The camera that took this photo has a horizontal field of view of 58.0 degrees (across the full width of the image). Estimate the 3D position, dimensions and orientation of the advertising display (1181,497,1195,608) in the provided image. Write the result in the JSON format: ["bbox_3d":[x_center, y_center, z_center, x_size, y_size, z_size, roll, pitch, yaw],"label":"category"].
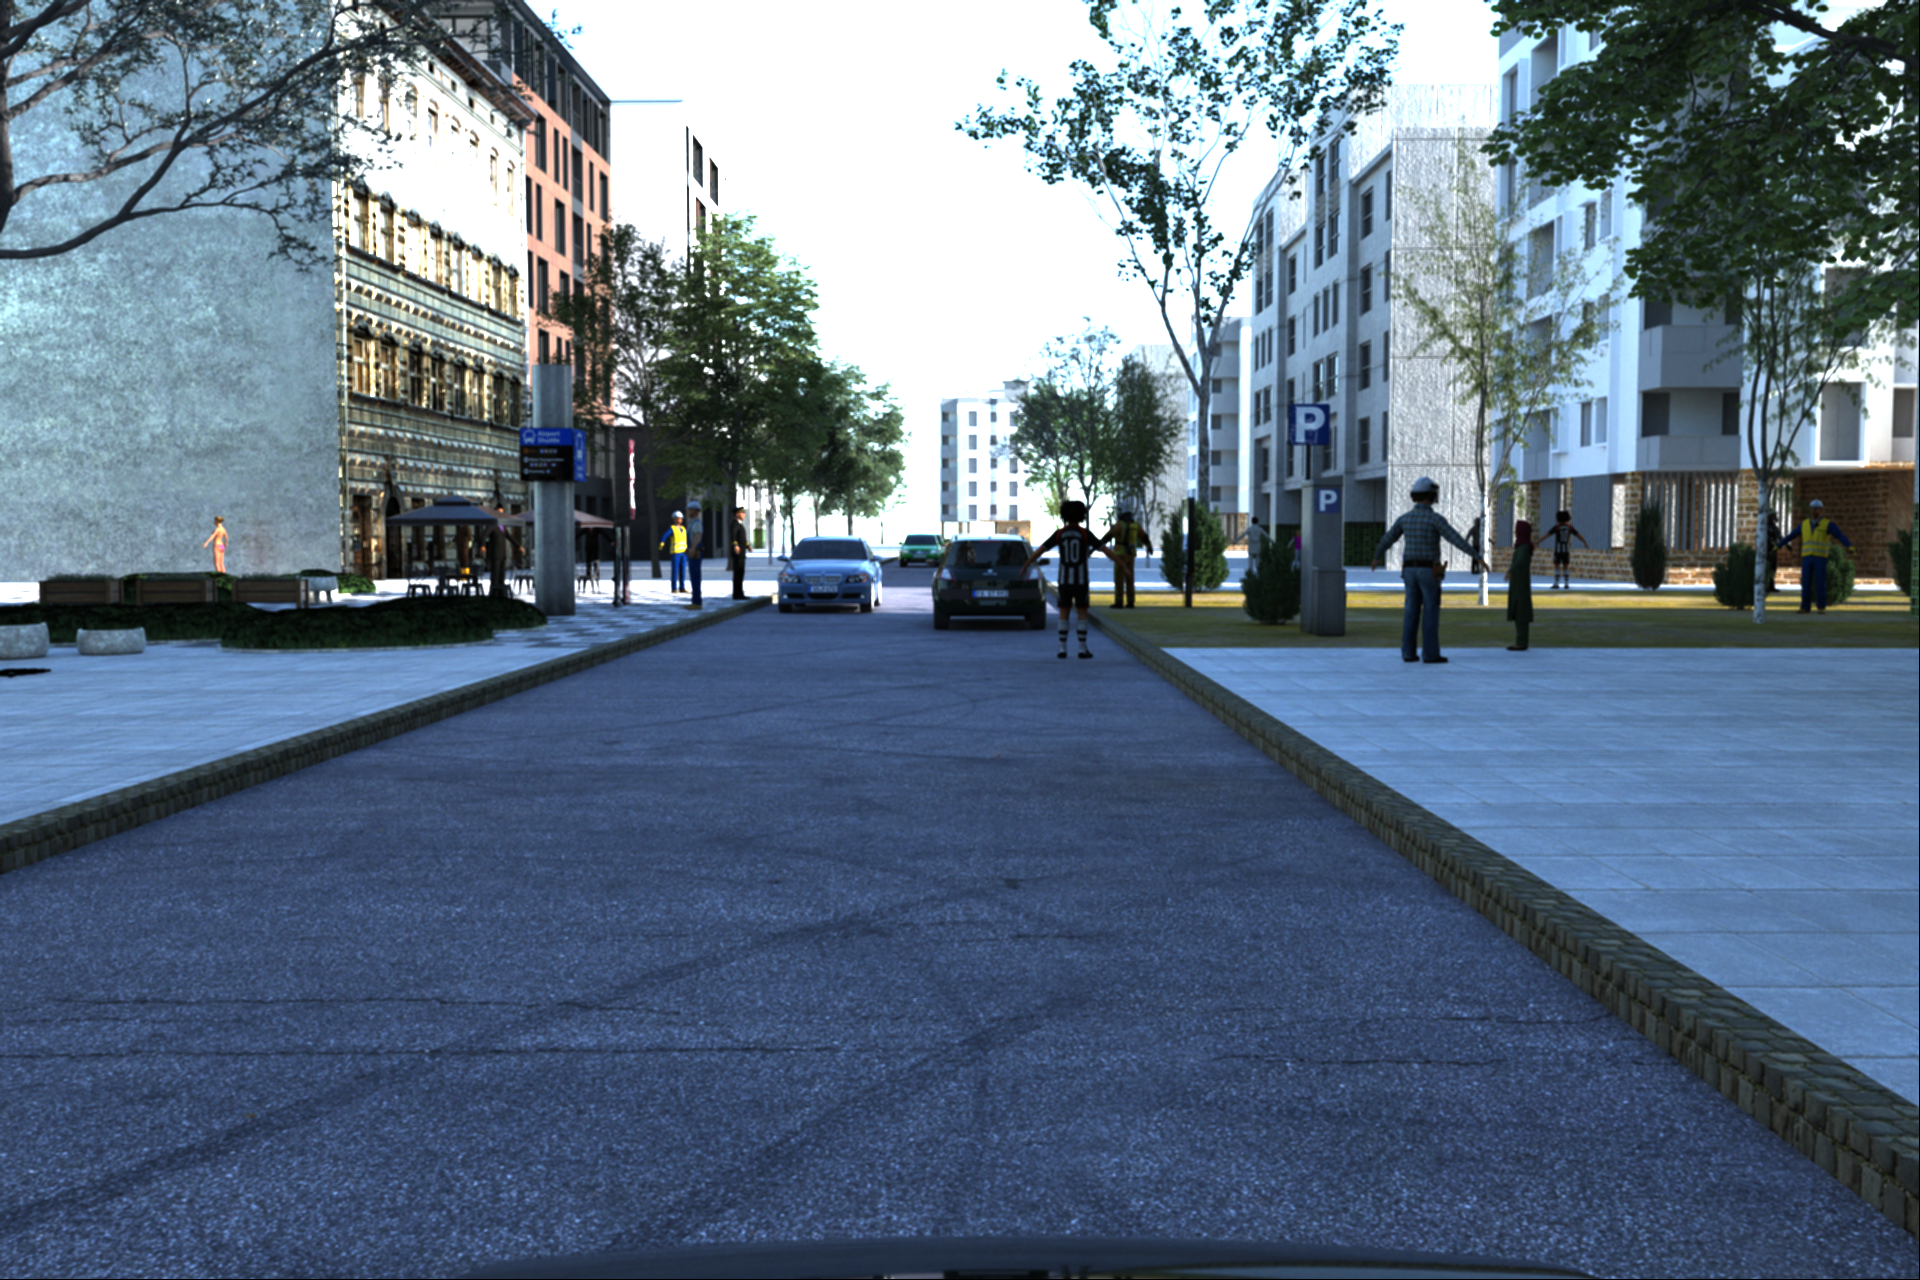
[{"bbox_3d":[4.013,-1.548,30.523,0.123,1.923,0.974,0,4,1],"label":"advertising display"}]

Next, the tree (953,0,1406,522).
[{"bbox_3d":[5.986,-12.030,52.575,12.611,20.169,13.585,0,3,0],"label":"tree"}]

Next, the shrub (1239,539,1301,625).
[{"bbox_3d":[4.429,-0.820,24.520,1.383,1.207,1.383,0,3,0],"label":"shrub"}]

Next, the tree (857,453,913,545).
[{"bbox_3d":[-9.694,-17.527,212.313,9.928,11.665,9.643,0,3,0],"label":"tree"}]

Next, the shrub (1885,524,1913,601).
[{"bbox_3d":[17.948,-1.695,31.755,1.661,2.075,1.752,0,3,0],"label":"shrub"}]

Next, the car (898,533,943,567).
[{"bbox_3d":[-1.722,-4.126,76.257,1.959,1.807,4.718,0,4,0],"label":"car"}]

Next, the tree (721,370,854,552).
[{"bbox_3d":[-8.929,-9.491,89.585,7.601,10.594,8.767,0,4,0],"label":"tree"}]

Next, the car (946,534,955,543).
[{"bbox_3d":[0.019,-6.909,122.749,2.009,1.686,4.222,0,3,0],"label":"car"}]

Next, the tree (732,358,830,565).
[{"bbox_3d":[-8.068,-7.466,72.425,4.360,8.622,3.978,0,3,0],"label":"tree"}]

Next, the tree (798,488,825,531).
[{"bbox_3d":[-17.220,-15.890,210.165,4.360,8.622,3.978,0,3,0],"label":"tree"}]

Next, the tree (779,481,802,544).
[{"bbox_3d":[-21.316,-16.167,214.697,4.737,8.622,4.395,0,3,0],"label":"tree"}]

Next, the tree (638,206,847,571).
[{"bbox_3d":[-7.614,-8.710,60.529,7.486,12.596,7.792,0,3,0],"label":"tree"}]

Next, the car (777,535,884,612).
[{"bbox_3d":[-2.448,-1.295,33.175,2.014,1.417,4.499,0,4,0],"label":"car"}]

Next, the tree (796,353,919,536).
[{"bbox_3d":[-7.646,-13.120,121.170,9.857,13.997,8.962,0,3,0],"label":"tree"}]

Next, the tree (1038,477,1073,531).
[{"bbox_3d":[11.659,-15.910,210.488,4.737,8.622,4.395,0,3,0],"label":"tree"}]

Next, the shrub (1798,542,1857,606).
[{"bbox_3d":[15.480,-1.210,30.905,1.383,1.207,1.383,0,3,0],"label":"shrub"}]

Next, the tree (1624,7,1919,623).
[{"bbox_3d":[11.305,-4.552,24.795,4.360,8.622,3.978,0,3,0],"label":"tree"}]

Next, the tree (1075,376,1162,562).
[{"bbox_3d":[6.947,-7.947,80.300,4.360,8.622,3.978,0,3,0],"label":"tree"}]

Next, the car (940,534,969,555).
[{"bbox_3d":[0.332,-3.134,63.042,2.131,1.459,4.920,0,4,0],"label":"car"}]

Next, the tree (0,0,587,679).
[{"bbox_3d":[-9.001,-6.411,15.198,12.009,13.543,11.850,0,3,0],"label":"tree"}]

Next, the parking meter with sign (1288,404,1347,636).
[{"bbox_3d":[4.679,-1.604,22.480,0.543,3.016,1.738,0,3,0],"label":"parking meter with sign"}]

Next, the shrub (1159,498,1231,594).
[{"bbox_3d":[5.079,-2.042,37.426,1.661,2.075,1.752,0,3,0],"label":"shrub"}]

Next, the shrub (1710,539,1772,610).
[{"bbox_3d":[13.255,-1.119,29.411,1.383,1.207,1.383,0,3,0],"label":"shrub"}]

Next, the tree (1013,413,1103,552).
[{"bbox_3d":[7.477,-12.084,123.326,9.928,11.665,9.643,0,3,0],"label":"tree"}]

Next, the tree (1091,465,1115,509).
[{"bbox_3d":[20.148,-17.785,216.536,9.928,11.665,9.643,0,3,0],"label":"tree"}]

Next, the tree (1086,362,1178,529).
[{"bbox_3d":[7.414,-7.597,74.570,4.737,8.622,4.395,0,3,0],"label":"tree"}]

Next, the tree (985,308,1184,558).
[{"bbox_3d":[6.966,-11.197,93.442,12.009,13.543,11.850,0,3,0],"label":"tree"}]

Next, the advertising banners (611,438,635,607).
[{"bbox_3d":[-6.040,-2.142,31.209,0.090,3.025,2.074,0,3,0],"label":"advertising banners"}]

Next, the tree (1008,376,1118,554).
[{"bbox_3d":[6.749,-11.456,113.057,9.928,11.665,9.643,0,3,0],"label":"tree"}]

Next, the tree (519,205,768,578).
[{"bbox_3d":[-9.161,-7.073,50.052,7.601,10.594,8.767,-1,4,-11],"label":"tree"}]

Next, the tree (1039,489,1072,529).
[{"bbox_3d":[11.997,-16.288,216.677,4.737,8.622,4.395,0,3,0],"label":"tree"}]

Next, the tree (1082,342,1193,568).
[{"bbox_3d":[7.338,-7.067,65.910,4.360,8.622,3.978,0,3,0],"label":"tree"}]

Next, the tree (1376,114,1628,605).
[{"bbox_3d":[9.282,-4.950,31.292,4.360,8.622,3.978,0,3,0],"label":"tree"}]

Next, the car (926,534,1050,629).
[{"bbox_3d":[0.449,-1.077,27.400,2.009,1.686,4.222,0,3,0],"label":"car"}]

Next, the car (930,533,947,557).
[{"bbox_3d":[-1.638,-4.953,89.779,1.959,1.807,4.718,0,4,0],"label":"car"}]
